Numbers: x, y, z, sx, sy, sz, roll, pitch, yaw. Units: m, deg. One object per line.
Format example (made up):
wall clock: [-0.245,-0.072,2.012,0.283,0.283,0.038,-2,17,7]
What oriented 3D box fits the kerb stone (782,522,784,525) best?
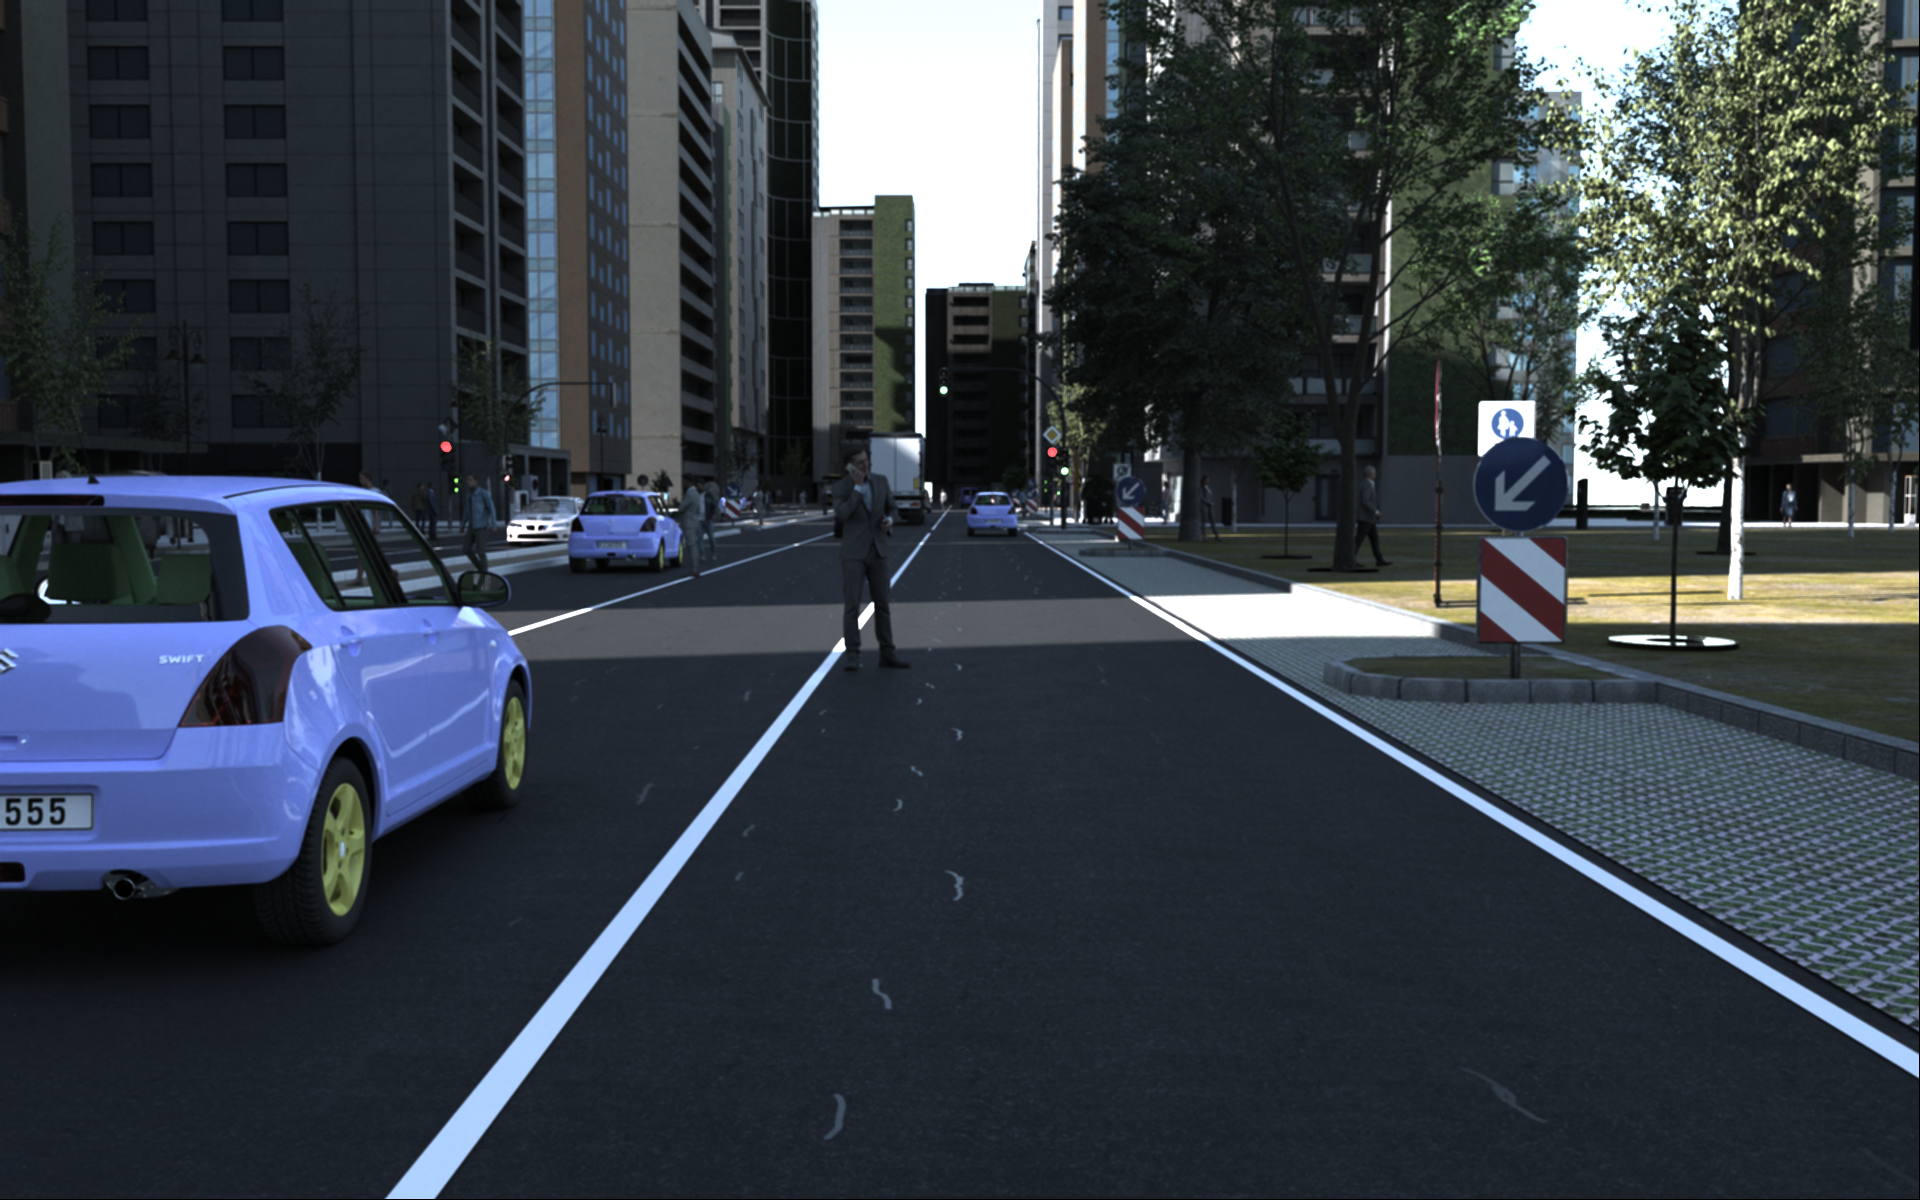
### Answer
kerb stone: [-8.120,-3.406,77.880,0.120,0.150,1.000,0,3,0]

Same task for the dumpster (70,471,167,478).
dumpster: [-18.362,-1.779,37.306,1.865,1.857,1.264,0,4,1]

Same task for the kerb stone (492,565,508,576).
kerb stone: [-8.116,-0.490,30.208,0.120,0.150,1.000,0,3,0]

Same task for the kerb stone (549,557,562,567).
kerb stone: [-8.108,-0.741,34.303,0.120,0.150,1.000,0,3,0]

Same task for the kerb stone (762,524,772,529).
kerb stone: [-8.120,-3.088,72.755,0.120,0.150,1.000,0,3,0]

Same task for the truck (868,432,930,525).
truck: [-2.958,-5.829,84.220,2.839,4.237,11.283,0,4,0]

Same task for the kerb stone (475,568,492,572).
kerb stone: [-8.121,-0.426,29.163,0.120,0.150,1.000,0,3,0]

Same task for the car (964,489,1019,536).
car: [1.097,-3.080,59.956,1.945,1.707,3.694,0,4,0]

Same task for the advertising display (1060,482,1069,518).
advertising display: [5.673,-5.425,93.918,0.123,1.923,0.974,-1,4,-21]

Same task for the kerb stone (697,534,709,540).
kerb stone: [-8.122,-1.995,54.814,0.120,0.150,1.000,0,3,0]

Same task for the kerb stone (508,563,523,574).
kerb stone: [-8.119,-0.553,31.230,0.120,0.150,1.000,0,3,0]

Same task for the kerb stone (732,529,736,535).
kerb stone: [-8.113,-2.371,60.970,0.120,0.150,1.000,0,3,0]

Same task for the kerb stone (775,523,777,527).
kerb stone: [-8.113,-3.217,74.799,0.120,0.150,1.000,0,3,0]

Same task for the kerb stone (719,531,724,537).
kerb stone: [-8.107,-2.179,57.886,0.120,0.150,1.000,0,3,0]

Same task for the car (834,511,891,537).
car: [-3.269,-2.813,58.575,1.945,1.354,3.894,0,4,1]

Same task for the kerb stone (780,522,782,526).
kerb stone: [-8.109,-3.341,76.854,0.120,0.150,1.000,0,3,0]

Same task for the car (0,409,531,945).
car: [-2.829,0.172,6.780,1.945,1.707,3.694,0,4,-2]

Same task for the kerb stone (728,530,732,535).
kerb stone: [-8.109,-2.308,59.943,0.120,0.150,1.000,0,3,0]

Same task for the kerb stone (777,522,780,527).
kerb stone: [-8.104,-3.276,75.828,0.120,0.150,1.000,0,3,0]

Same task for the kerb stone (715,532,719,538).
kerb stone: [-8.114,-2.120,56.864,0.120,0.150,1.000,0,3,0]

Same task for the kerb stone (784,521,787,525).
kerb stone: [-8.112,-3.469,78.913,0.120,0.150,1.000,0,3,0]

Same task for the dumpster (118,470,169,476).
dumpster: [-20.457,-2.287,43.148,1.264,1.857,1.865,0,4,0]

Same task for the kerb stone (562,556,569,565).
kerb stone: [-8.114,-0.803,35.331,0.120,0.150,1.000,0,3,0]

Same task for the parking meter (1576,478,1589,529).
parking meter: [22.723,-3.519,63.253,0.255,1.863,0.399,-1,4,-16]

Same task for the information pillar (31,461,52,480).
information pillar: [-20.411,-2.083,38.546,0.304,2.012,0.304,2,4,26]

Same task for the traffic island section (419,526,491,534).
traffic island section: [-18.474,-2.472,62.697,2.009,0.180,2.903,0,3,0]

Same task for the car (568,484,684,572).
car: [-6.300,-1.429,32.954,1.945,1.707,3.694,0,4,-1]

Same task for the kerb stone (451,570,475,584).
kerb stone: [-8.123,-0.363,28.129,0.120,0.150,1.000,0,3,0]

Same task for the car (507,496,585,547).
car: [-11.383,-2.221,48.671,2.083,1.381,4.827,0,4,-1]

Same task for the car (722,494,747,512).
car: [-18.372,-8.038,141.018,1.945,1.707,3.694,0,4,-1]

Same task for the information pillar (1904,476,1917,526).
information pillar: [38.618,-4.028,70.347,0.304,2.012,0.304,0,4,-5]

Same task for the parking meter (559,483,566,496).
parking meter: [-20.848,-5.202,90.766,0.255,1.863,0.399,-2,4,-34]

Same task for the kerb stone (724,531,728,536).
kerb stone: [-8.116,-2.242,58.908,0.120,0.150,1.000,0,3,0]

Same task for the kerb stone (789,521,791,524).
kerb stone: [-8.109,-3.591,80.962,0.120,0.150,1.000,0,3,0]

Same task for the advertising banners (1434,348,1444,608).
advertising banners: [5.623,-1.478,20.346,0.090,3.025,2.074,1,4,15]

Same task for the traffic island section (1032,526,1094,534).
traffic island section: [3.768,-2.472,62.690,2.009,0.180,2.903,0,3,0]

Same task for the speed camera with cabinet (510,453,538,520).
speed camera with cabinet: [-20.790,-5.389,82.453,0.660,3.252,2.038,1,4,12]

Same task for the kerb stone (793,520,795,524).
kerb stone: [-8.114,-3.720,83.011,0.120,0.150,1.000,0,3,0]

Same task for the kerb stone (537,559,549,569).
kerb stone: [-8.116,-0.675,33.277,0.120,0.150,1.000,0,3,0]

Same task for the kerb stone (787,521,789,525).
kerb stone: [-8.122,-3.531,79.935,0.120,0.150,1.000,0,3,0]

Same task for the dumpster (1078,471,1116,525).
dumpster: [5.845,-4.350,73.612,1.502,2.255,1.985,0,3,0]

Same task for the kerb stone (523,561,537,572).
kerb stone: [-8.116,-0.615,32.255,0.120,0.150,1.000,0,3,0]

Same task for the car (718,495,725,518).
car: [-15.525,-5.957,106.981,1.945,1.707,3.694,0,4,-1]

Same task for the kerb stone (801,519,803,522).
kerb stone: [-8.112,-3.970,87.111,0.120,0.150,1.000,0,3,0]

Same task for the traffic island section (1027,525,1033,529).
traffic island section: [3.769,-2.960,70.675,2.009,0.180,2.903,0,3,0]

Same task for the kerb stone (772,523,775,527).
kerb stone: [-8.116,-3.152,73.777,0.120,0.150,1.000,0,3,0]

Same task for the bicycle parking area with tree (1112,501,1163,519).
bicycle parking area with tree: [11.563,-6.441,92.316,8.231,4.147,9.016,0,4,7]

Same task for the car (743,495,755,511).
car: [-18.415,-8.320,148.620,1.945,1.354,3.894,0,4,0]

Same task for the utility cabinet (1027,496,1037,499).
utility cabinet: [5.647,-7.765,138.118,1.020,1.237,0.306,0,4,8]

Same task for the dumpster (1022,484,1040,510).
dumpster: [5.812,-8.568,142.577,1.502,2.255,1.985,0,3,0]

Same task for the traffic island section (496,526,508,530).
traffic island section: [-18.473,-2.960,70.682,2.009,0.180,2.903,0,3,0]

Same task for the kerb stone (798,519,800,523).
kerb stone: [-8.108,-3.845,85.061,0.120,0.150,1.000,0,3,0]

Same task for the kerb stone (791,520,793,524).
kerb stone: [-8.115,-3.656,81.985,0.120,0.150,1.000,0,3,0]

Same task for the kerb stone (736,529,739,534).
kerb stone: [-8.114,-2.434,61.992,0.120,0.150,1.000,0,3,0]

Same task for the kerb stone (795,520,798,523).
kerb stone: [-8.103,-3.782,84.038,0.120,0.150,1.000,0,3,0]
